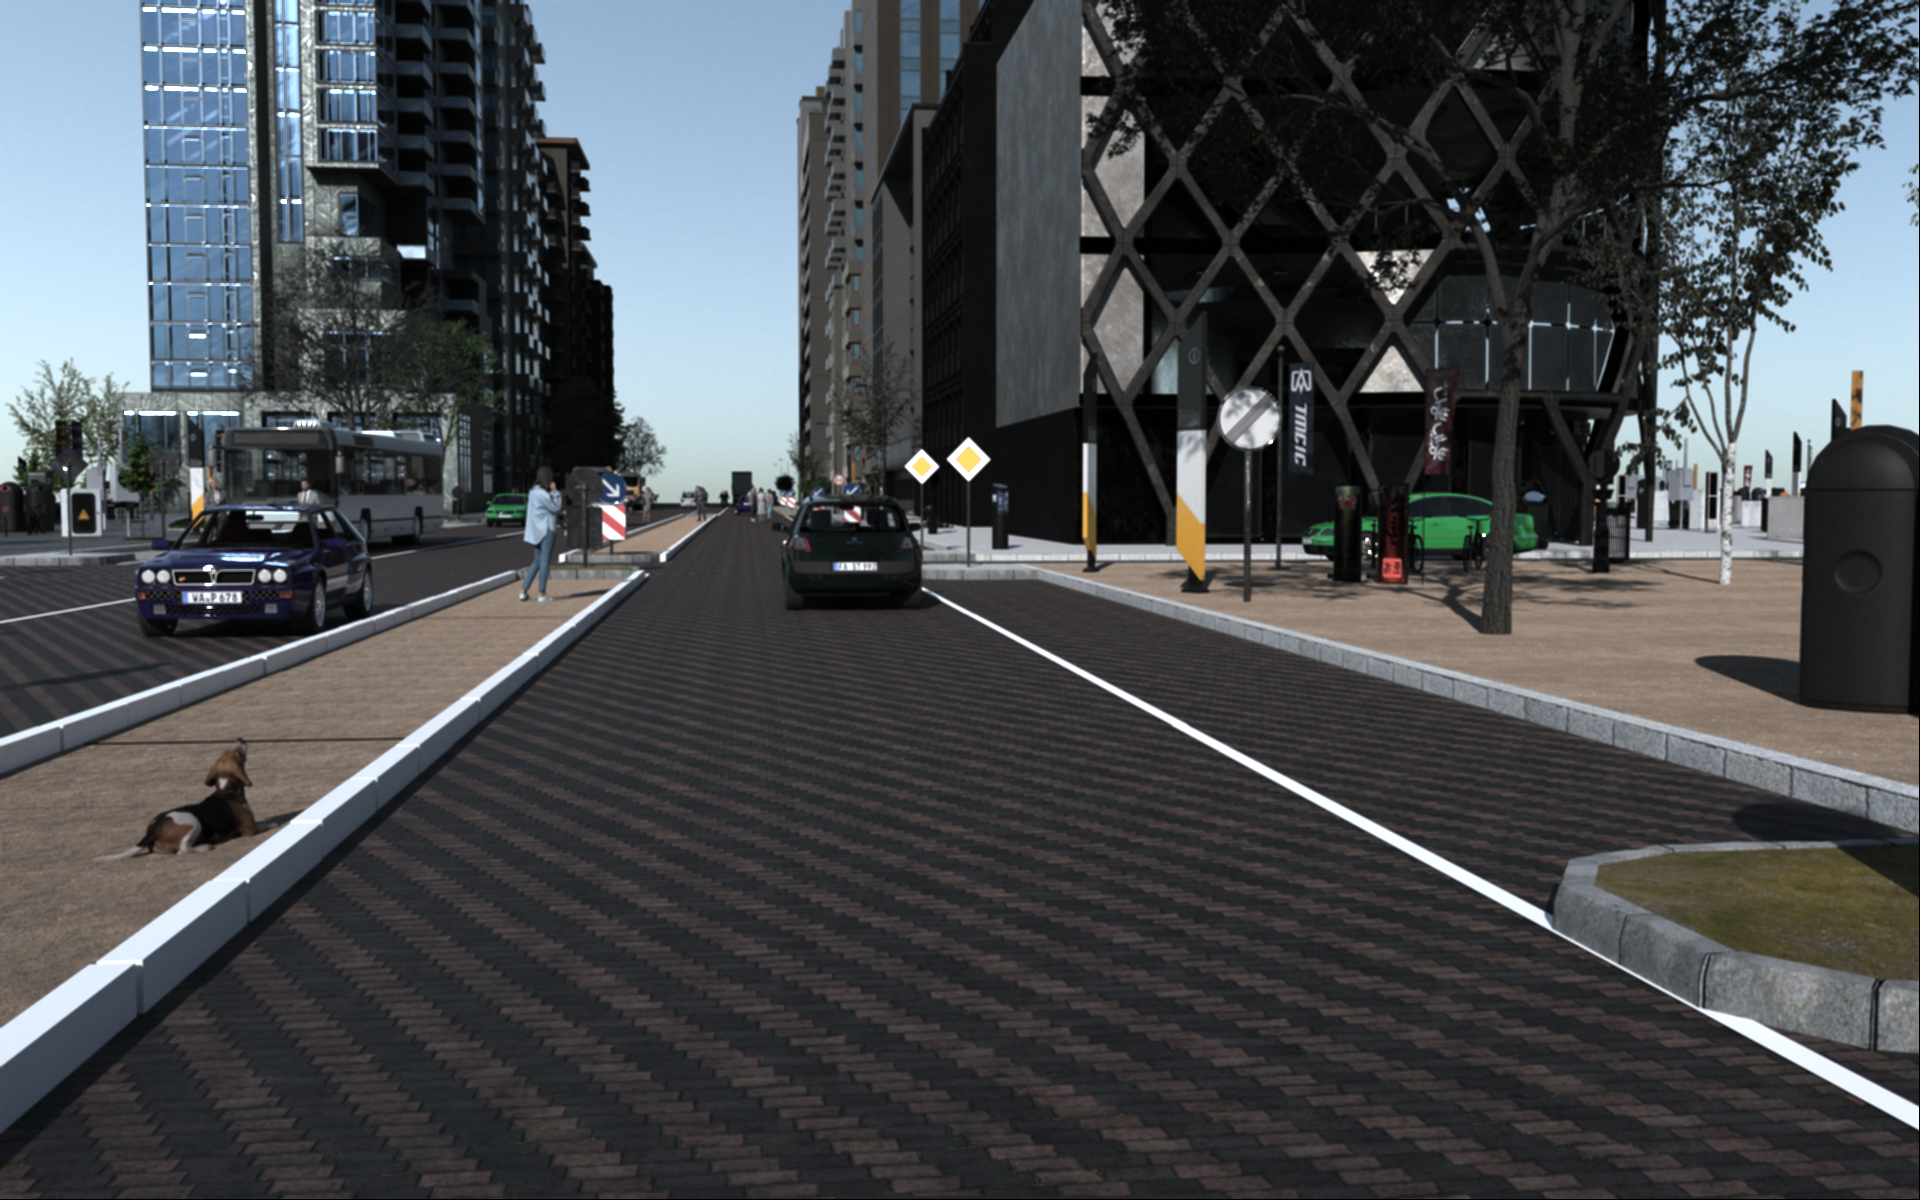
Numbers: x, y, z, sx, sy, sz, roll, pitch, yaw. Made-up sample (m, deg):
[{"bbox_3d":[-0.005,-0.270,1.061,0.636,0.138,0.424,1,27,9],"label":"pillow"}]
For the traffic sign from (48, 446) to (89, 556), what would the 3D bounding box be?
[{"bbox_3d":[-18.553,-1.984,36.074,0.795,2.450,0.064,0,4,-7],"label":"traffic sign"}]

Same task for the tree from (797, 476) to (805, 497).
[{"bbox_3d":[-16.350,-11.547,183.387,1.663,3.219,1.824,0,3,0],"label":"tree"}]

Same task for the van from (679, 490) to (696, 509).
[{"bbox_3d":[-26.620,-9.995,170.431,2.013,2.044,4.112,0,4,-6],"label":"van"}]

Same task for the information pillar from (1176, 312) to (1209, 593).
[{"bbox_3d":[3.019,-1.906,22.525,0.183,3.616,0.504,-2,4,-35],"label":"information pillar"}]

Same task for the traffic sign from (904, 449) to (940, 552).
[{"bbox_3d":[-0.843,-2.117,38.257,0.795,2.450,0.064,0,4,-7],"label":"traffic sign"}]

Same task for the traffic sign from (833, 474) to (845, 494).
[{"bbox_3d":[-7.587,-6.632,108.547,0.768,2.556,0.104,0,4,-6],"label":"traffic sign"}]

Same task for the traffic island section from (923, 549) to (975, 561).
[{"bbox_3d":[-0.820,-0.982,38.337,2.009,0.180,2.903,0,4,-7],"label":"traffic island section"}]

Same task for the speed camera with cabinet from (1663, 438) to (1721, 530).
[{"bbox_3d":[26.229,-4.128,61.831,2.038,3.252,0.660,-2,4,-25],"label":"speed camera with cabinet"}]

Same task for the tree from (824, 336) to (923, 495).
[{"bbox_3d":[-3.858,-7.909,79.667,4.360,8.622,3.978,0,3,0],"label":"tree"}]

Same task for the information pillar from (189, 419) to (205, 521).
[{"bbox_3d":[-23.961,-3.856,54.406,0.504,3.616,0.183,1,4,14],"label":"information pillar"}]

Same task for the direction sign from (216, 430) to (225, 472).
[{"bbox_3d":[-25.866,-4.245,61.395,0.876,3.537,0.379,-1,4,-13],"label":"direction sign"}]

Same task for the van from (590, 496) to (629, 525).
[{"bbox_3d":[-15.869,-4.333,77.853,2.013,2.044,4.112,-1,4,-9],"label":"van"}]

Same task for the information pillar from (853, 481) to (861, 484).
[{"bbox_3d":[-5.936,-5.828,99.786,0.304,2.012,0.304,2,4,30],"label":"information pillar"}]

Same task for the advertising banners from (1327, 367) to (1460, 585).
[{"bbox_3d":[6.142,-1.739,24.618,0.090,3.025,2.074,-3,5,-44],"label":"advertising banners"}]

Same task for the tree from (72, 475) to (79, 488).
[{"bbox_3d":[-37.817,-4.794,72.987,1.663,3.219,1.824,0,3,0],"label":"tree"}]

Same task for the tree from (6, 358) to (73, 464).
[{"bbox_3d":[-48.262,-8.702,92.644,4.737,8.622,4.395,0,3,0],"label":"tree"}]

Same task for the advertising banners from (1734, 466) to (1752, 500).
[{"bbox_3d":[47.991,-6.787,107.161,0.090,3.025,2.074,-3,4,-37],"label":"advertising banners"}]

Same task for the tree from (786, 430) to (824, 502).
[{"bbox_3d":[-17.679,-15.005,195.691,4.360,8.622,3.978,0,3,0],"label":"tree"}]

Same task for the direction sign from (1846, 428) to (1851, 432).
[{"bbox_3d":[30.684,-4.119,59.348,0.876,3.537,0.379,-1,4,-10],"label":"direction sign"}]

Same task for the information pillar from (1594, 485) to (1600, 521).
[{"bbox_3d":[28.811,-5.332,78.540,0.504,3.616,0.183,0,4,-4],"label":"information pillar"}]

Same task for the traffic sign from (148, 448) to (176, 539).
[{"bbox_3d":[-21.929,-2.907,47.631,0.768,2.556,0.104,0,4,0],"label":"traffic sign"}]

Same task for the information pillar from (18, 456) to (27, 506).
[{"bbox_3d":[-57.465,-7.025,106.212,0.504,3.616,0.183,-3,5,-43],"label":"information pillar"}]

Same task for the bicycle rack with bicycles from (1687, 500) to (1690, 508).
[{"bbox_3d":[48.937,-6.296,116.320,2.852,0.926,2.925,-1,4,-17],"label":"bicycle rack with bicycles"}]

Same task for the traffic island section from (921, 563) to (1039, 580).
[{"bbox_3d":[0.169,-0.497,30.413,2.009,0.180,2.903,0,4,-7],"label":"traffic island section"}]

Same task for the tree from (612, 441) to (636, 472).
[{"bbox_3d":[-43.673,-16.567,221.227,4.737,8.622,4.395,0,3,0],"label":"tree"}]

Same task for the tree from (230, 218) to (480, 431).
[{"bbox_3d":[-26.857,-10.212,77.341,12.009,13.543,11.850,0,3,0],"label":"tree"}]

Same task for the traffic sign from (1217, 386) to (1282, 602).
[{"bbox_3d":[3.416,-1.250,20.537,0.768,2.556,0.104,0,4,-3],"label":"traffic sign"}]

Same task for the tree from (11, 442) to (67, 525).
[{"bbox_3d":[-34.578,-4.289,64.722,1.663,3.219,1.824,0,3,0],"label":"tree"}]

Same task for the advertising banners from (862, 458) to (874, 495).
[{"bbox_3d":[-4.450,-5.334,83.404,0.090,3.025,2.074,-1,4,-16],"label":"advertising banners"}]

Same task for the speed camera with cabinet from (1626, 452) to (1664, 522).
[{"bbox_3d":[31.977,-5.266,80.432,0.660,3.252,2.038,-3,4,-38],"label":"speed camera with cabinet"}]

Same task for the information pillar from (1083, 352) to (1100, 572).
[{"bbox_3d":[2.131,-2.264,28.377,0.183,3.616,0.504,1,4,23],"label":"information pillar"}]

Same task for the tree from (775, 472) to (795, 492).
[{"bbox_3d":[-26.458,-17.038,262.286,4.285,4.588,4.351,0,3,0],"label":"tree"}]

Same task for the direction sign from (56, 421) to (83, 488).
[{"bbox_3d":[-27.778,-3.798,54.088,0.379,3.537,0.876,2,4,26],"label":"direction sign"}]

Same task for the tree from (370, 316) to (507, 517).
[{"bbox_3d":[-29.436,-10.518,97.727,9.928,11.665,9.643,0,3,0],"label":"tree"}]

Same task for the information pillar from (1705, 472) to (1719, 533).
[{"bbox_3d":[24.912,-3.237,57.417,0.304,2.012,0.304,0,4,5],"label":"information pillar"}]

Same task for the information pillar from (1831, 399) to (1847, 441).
[{"bbox_3d":[21.684,-3.148,42.817,0.504,3.616,0.183,-2,4,-30],"label":"information pillar"}]

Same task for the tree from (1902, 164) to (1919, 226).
[{"bbox_3d":[15.548,-4.478,23.576,4.737,8.622,4.395,0,3,0],"label":"tree"}]

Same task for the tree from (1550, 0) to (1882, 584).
[{"bbox_3d":[10.855,-4.546,24.687,4.360,8.622,3.978,0,3,0],"label":"tree"}]

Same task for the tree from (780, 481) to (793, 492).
[{"bbox_3d":[-25.385,-15.712,251.489,1.663,3.219,1.824,0,3,0],"label":"tree"}]

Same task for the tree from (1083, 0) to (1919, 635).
[{"bbox_3d":[4.759,-4.948,15.310,8.767,10.594,7.601,2,4,25],"label":"tree"}]

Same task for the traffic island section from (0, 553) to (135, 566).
[{"bbox_3d":[-18.575,-0.847,36.133,2.009,0.180,2.903,0,4,-7],"label":"traffic island section"}]

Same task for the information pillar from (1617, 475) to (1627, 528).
[{"bbox_3d":[25.104,-3.745,65.719,0.304,2.012,0.304,1,4,15],"label":"information pillar"}]

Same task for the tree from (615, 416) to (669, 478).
[{"bbox_3d":[-50.177,-21.890,268.273,12.009,13.543,11.850,0,3,0],"label":"tree"}]

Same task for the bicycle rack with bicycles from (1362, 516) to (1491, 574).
[{"bbox_3d":[7.891,-0.953,28.971,2.852,0.926,2.925,1,4,18],"label":"bicycle rack with bicycles"}]

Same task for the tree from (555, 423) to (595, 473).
[{"bbox_3d":[-38.955,-13.810,176.147,4.360,8.622,3.978,0,3,0],"label":"tree"}]

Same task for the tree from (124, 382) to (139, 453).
[{"bbox_3d":[-51.914,-9.441,104.730,4.737,8.622,4.395,0,3,0],"label":"tree"}]

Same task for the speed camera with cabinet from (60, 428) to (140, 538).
[{"bbox_3d":[-25.502,-3.488,51.360,2.038,3.252,0.660,-3,5,-44],"label":"speed camera with cabinet"}]

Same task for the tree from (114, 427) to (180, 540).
[{"bbox_3d":[-23.128,-3.312,48.759,1.663,3.219,1.824,0,3,0],"label":"tree"}]

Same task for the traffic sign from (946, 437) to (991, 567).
[{"bbox_3d":[0.147,-1.632,30.333,0.795,2.450,0.064,0,4,-7],"label":"traffic sign"}]

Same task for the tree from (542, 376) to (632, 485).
[{"bbox_3d":[-39.838,-17.017,184.877,9.857,13.997,8.962,0,3,0],"label":"tree"}]

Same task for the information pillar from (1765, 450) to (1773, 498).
[{"bbox_3d":[42.793,-6.138,91.712,0.504,3.616,0.183,-2,4,-30],"label":"information pillar"}]

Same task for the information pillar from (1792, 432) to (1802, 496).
[{"bbox_3d":[31.342,-4.499,64.911,0.183,3.616,0.504,0,3,0],"label":"information pillar"}]

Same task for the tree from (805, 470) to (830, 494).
[{"bbox_3d":[-11.145,-8.819,138.791,1.663,3.219,1.824,0,3,0],"label":"tree"}]
